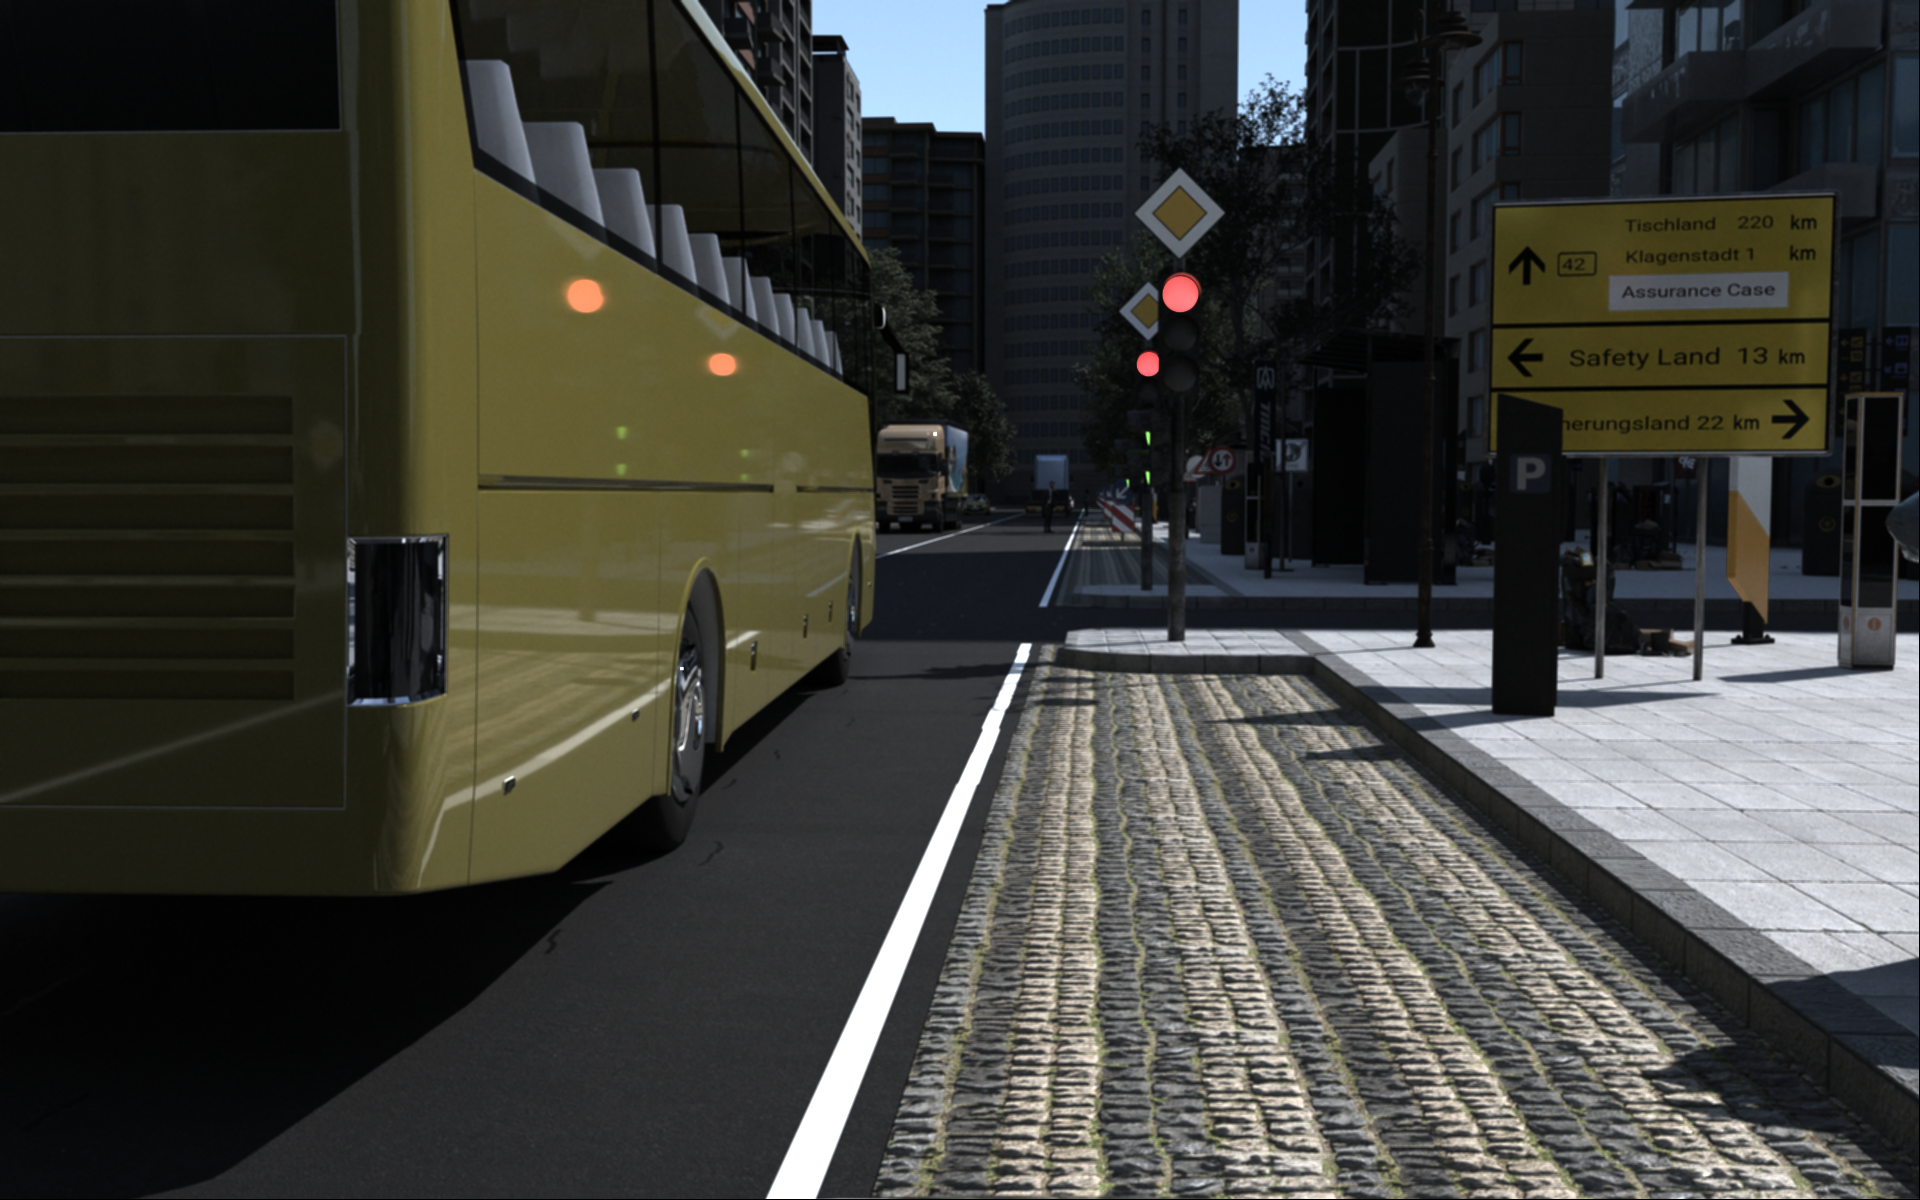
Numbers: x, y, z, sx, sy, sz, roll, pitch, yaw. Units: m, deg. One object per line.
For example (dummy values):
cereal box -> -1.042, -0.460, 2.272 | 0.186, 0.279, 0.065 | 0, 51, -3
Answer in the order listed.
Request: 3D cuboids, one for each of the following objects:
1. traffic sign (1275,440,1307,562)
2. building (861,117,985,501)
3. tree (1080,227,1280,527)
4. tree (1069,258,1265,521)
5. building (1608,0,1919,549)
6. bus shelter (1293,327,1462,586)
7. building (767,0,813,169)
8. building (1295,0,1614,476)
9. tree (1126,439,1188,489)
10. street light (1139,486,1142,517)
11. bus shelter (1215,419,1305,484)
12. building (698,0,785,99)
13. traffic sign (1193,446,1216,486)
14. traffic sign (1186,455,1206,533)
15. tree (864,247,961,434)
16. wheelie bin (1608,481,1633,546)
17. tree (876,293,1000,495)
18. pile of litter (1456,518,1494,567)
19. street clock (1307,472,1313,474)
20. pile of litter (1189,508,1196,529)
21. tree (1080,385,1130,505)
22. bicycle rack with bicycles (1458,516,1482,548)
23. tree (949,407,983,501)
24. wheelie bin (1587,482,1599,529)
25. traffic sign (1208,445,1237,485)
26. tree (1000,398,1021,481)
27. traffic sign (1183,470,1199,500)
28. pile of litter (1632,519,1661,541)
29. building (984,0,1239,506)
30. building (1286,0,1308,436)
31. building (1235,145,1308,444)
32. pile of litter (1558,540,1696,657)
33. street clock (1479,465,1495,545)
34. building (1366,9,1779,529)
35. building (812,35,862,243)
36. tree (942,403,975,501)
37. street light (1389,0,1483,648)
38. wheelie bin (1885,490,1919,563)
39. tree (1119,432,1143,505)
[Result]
traffic sign -> 6.196, -1.855, 32.455 | 0.606, 2.300, 0.079 | 1, 4, 11
building -> -11.298, -33.616, 204.244 | 28.867, 44.769, 22.147 | 0, 4, 4
tree -> 8.381, -8.607, 66.481 | 9.928, 11.665, 9.643 | 0, 3, 0
tree -> 9.843, -10.163, 83.177 | 9.611, 12.733, 9.660 | 0, 3, 0
building -> 32.640, -25.925, 43.489 | 30.456, 49.044, 23.786 | 0, 4, 4
bus shelter -> 6.465, -2.209, 27.396 | 1.731, 3.624, 6.357 | 0, 4, 4
building -> -20.469, -42.835, 138.605 | 20.563, 71.187, 20.611 | 0, 4, 4
building -> 33.188, -41.619, 118.726 | 20.563, 71.187, 20.611 | 0, 4, 4
tree -> 13.741, -10.926, 128.999 | 4.737, 8.622, 4.395 | 0, 3, 0
street light -> 10.165, -7.609, 97.197 | 0.468, 5.910, 1.993 | 0, 4, 4
bus shelter -> 8.451, -3.384, 49.249 | 2.014, 3.302, 5.546 | 0, 4, 4
building -> -23.766, -28.151, 114.896 | 22.147, 44.769, 28.867 | 0, 4, 4
traffic sign -> 6.742, -2.860, 46.773 | 0.884, 2.594, 0.081 | 0, 4, 7
traffic sign -> 7.803, -3.479, 56.988 | 0.768, 2.556, 0.104 | 1, 4, 13
tree -> -3.857, -9.863, 79.392 | 7.486, 12.596, 7.792 | 0, 3, 0
wheelie bin -> 16.246, -2.123, 42.619 | 0.693, 1.594, 0.980 | 2, 4, 26
tree -> -3.685, -11.037, 97.461 | 9.611, 12.733, 9.660 | 0, 3, 0
pile of litter -> 9.334, -1.055, 31.222 | 1.719, 0.858, 1.176 | -3, 5, -44
street clock -> 11.457, -3.167, 56.353 | 0.471, 2.002, 0.358 | 1, 4, 16
pile of litter -> 8.850, -3.092, 64.527 | 1.176, 0.858, 1.719 | 0, 4, -2
tree -> 13.934, -13.879, 145.051 | 7.486, 12.596, 7.792 | 0, 3, 0
bicycle rack with bicycles -> 10.769, -1.673, 40.732 | 2.925, 0.926, 2.852 | 0, 4, 6
tree -> -0.295, -11.987, 146.351 | 4.737, 8.622, 4.395 | 0, 3, 0
wheelie bin -> 16.490, -2.228, 44.344 | 0.980, 1.594, 0.693 | -2, 4, -33
traffic sign -> 6.894, -2.778, 45.532 | 0.768, 2.556, 0.104 | 1, 4, 12
tree -> 0.895, -14.693, 157.240 | 9.611, 12.733, 9.660 | 0, 3, 0
traffic sign -> 10.193, -4.723, 77.219 | 0.884, 2.594, 0.081 | 0, 4, 7
pile of litter -> 11.721, -0.939, 29.322 | 1.719, 0.858, 1.176 | 1, 4, 21
building -> 17.132, -40.324, 201.297 | 28.212, 58.520, 21.231 | 0, 4, 4
building -> 37.358, -50.832, 143.776 | 22.319, 86.520, 31.000 | 0, 4, 4
building -> 38.329, -31.398, 196.944 | 14.086, 41.232, 14.154 | 0, 4, 4
pile of litter -> 5.403, -0.029, 14.432 | 1.176, 0.858, 1.719 | 0, 4, -4
street clock -> 13.253, -2.385, 43.572 | 0.358, 2.002, 0.471 | 3, 5, 40
building -> 34.108, -14.108, 75.705 | 27.650, 21.520, 28.899 | 0, 4, 4
building -> -16.315, -29.011, 157.928 | 14.086, 41.232, 14.154 | 0, 4, 4
tree -> -0.565, -11.220, 133.813 | 4.360, 8.622, 3.978 | 0, 3, 0
street light -> 3.897, -2.543, 14.363 | 0.468, 5.910, 1.993 | 0, 4, 4
wheelie bin -> 2.979, 0.204, 4.573 | 0.980, 1.594, 0.693 | 1, 4, 22
tree -> 15.638, -12.645, 157.100 | 4.360, 8.622, 3.978 | 0, 3, 0
